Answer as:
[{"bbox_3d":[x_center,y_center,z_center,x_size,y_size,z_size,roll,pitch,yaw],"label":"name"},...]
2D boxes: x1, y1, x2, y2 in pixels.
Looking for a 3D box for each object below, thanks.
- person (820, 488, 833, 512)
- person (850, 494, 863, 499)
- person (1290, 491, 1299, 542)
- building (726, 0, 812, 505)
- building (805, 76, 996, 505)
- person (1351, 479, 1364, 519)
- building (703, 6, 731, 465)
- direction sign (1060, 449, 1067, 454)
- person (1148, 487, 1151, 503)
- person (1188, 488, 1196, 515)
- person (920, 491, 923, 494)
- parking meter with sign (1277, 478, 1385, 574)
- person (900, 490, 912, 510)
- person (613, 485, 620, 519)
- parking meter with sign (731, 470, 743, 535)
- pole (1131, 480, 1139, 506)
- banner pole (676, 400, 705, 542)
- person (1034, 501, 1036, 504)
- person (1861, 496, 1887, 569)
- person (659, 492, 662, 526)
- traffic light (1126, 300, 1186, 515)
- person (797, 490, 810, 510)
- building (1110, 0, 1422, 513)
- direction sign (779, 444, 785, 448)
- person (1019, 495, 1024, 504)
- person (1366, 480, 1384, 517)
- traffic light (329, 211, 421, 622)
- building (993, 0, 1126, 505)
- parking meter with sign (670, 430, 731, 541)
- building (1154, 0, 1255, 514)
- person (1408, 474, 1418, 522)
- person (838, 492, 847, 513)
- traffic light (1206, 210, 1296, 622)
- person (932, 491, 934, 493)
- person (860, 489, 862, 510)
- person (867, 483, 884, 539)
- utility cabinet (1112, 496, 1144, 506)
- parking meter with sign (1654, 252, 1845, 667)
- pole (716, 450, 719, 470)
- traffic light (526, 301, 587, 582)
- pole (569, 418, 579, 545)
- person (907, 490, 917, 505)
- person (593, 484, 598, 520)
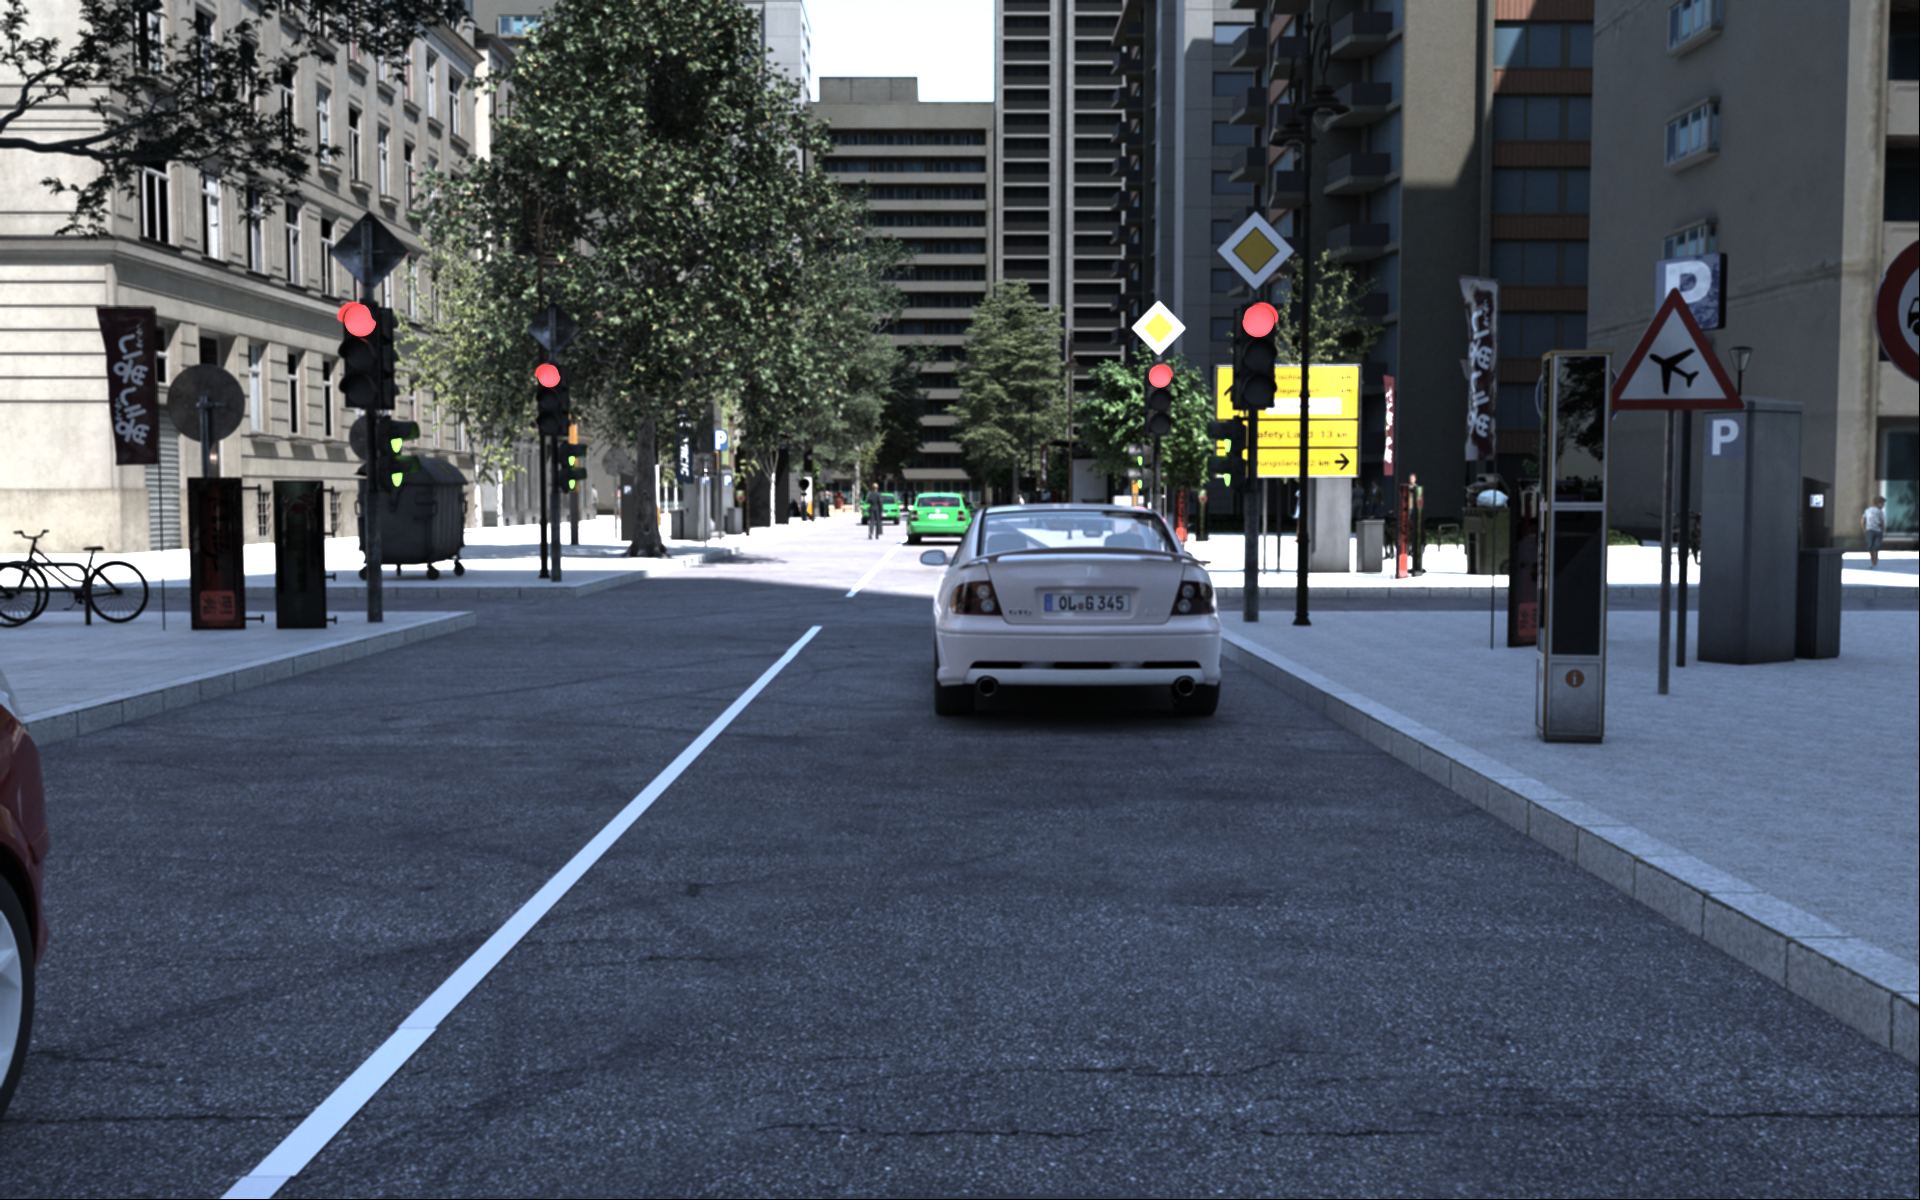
[{"bbox_3d":[-9.472,-7.131,123.337,1.217,1.736,0.721,1,4,10],"label":"person"},{"bbox_3d":[-8.562,-8.309,142.039,1.348,1.807,0.705,3,4,38],"label":"person"},{"bbox_3d":[9.079,-2.415,45.625,0.778,1.811,0.616,0,3,0],"label":"person"},{"bbox_3d":[-31.679,-40.491,204.032,28.212,58.520,21.231,0,4,0],"label":"building"},{"bbox_3d":[-6.775,-35.546,204.884,21.600,48.544,21.300,0,4,0],"label":"building"},{"bbox_3d":[13.684,-3.288,60.069,0.520,1.790,0.573,-2,4,-34],"label":"person"},{"bbox_3d":[-25.232,-27.305,130.038,14.154,41.232,14.086,0,4,0],"label":"building"},{"bbox_3d":[5.420,-5.772,86.374,0.876,3.537,0.379,1,4,14],"label":"direction sign"},{"bbox_3d":[7.545,-3.784,67.926,0.660,1.820,0.620,-1,4,-11],"label":"person"},{"bbox_3d":[11.051,-4.757,83.805,0.794,1.824,0.713,0,4,-6],"label":"person"},{"bbox_3d":[-3.441,-9.416,162.897,0.568,1.767,0.683,2,4,30],"label":"person"},{"bbox_3d":[5.983,-1.946,28.081,1.738,3.016,0.543,0,4,-7],"label":"parking meter with sign"},{"bbox_3d":[-4.782,-8.899,153.967,1.348,1.831,0.705,2,4,32],"label":"person"},{"bbox_3d":[-17.944,-5.162,90.793,0.532,1.782,0.716,0,4,-6],"label":"person"},{"bbox_3d":[-7.563,-3.575,54.706,1.738,3.016,0.543,3,5,41],"label":"parking meter with sign"},{"bbox_3d":[4.183,-2.907,41.370,0.158,3.312,0.155,0,3,0],"label":"pole"},{"bbox_3d":[-7.142,-3.415,45.855,0.863,3.779,0.401,-2,4,-30],"label":"banner pole"},{"bbox_3d":[4.518,-5.418,100.133,0.738,1.151,1.012,-3,5,-42],"label":"person"},{"bbox_3d":[15.625,-1.156,29.633,0.352,1.250,0.332,-1,4,-20],"label":"person"},{"bbox_3d":[-12.370,-3.912,69.777,0.755,1.850,0.659,1,4,19],"label":"person"},{"bbox_3d":[2.866,-2.225,25.305,0.839,4.253,0.868,0,4,0],"label":"traffic light"},{"bbox_3d":[-7.401,-4.626,82.355,0.731,1.740,0.598,1,4,14],"label":"person"},{"bbox_3d":[24.636,-30.324,150.426,22.147,44.769,28.867,0,4,0],"label":"building"},{"bbox_3d":[-8.183,-5.291,78.512,0.379,3.537,0.876,2,4,29],"label":"direction sign"},{"bbox_3d":[3.098,-4.727,88.014,0.352,1.250,0.332,3,5,40],"label":"person"},{"bbox_3d":[16.231,-3.779,67.746,0.656,1.842,0.836,1,4,9],"label":"person"},{"bbox_3d":[-5.851,-1.733,17.257,0.839,4.253,0.868,0,4,0],"label":"traffic light"},{"bbox_3d":[14.334,-46.806,203.532,20.611,71.187,20.563,0,4,0],"label":"building"},{"bbox_3d":[-7.253,-3.150,47.759,1.738,3.016,0.543,2,4,33],"label":"parking meter with sign"},{"bbox_3d":[24.223,-35.382,120.487,21.231,58.520,28.212,0,4,0],"label":"building"},{"bbox_3d":[12.306,-2.543,47.525,0.836,1.842,0.656,2,4,28],"label":"person"},{"bbox_3d":[-8.115,-6.744,119.542,0.697,1.427,0.421,-2,4,-31],"label":"person"},{"bbox_3d":[2.910,-1.737,17.321,0.839,4.253,0.868,0,4,0],"label":"traffic light"},{"bbox_3d":[-2.084,-7.462,131.965,0.415,1.643,0.593,0,4,7],"label":"person"},{"bbox_3d":[-8.161,-8.067,138.767,0.721,1.723,1.217,1,4,21],"label":"person"},{"bbox_3d":[-2.674,-2.813,54.911,0.576,1.772,0.534,0,4,2],"label":"person"},{"bbox_3d":[5.031,-2.454,51.285,1.020,1.237,0.306,-1,4,-9],"label":"utility cabinet"},{"bbox_3d":[6.065,-1.037,13.208,1.738,3.016,0.543,-2,4,-31],"label":"parking meter with sign"},{"bbox_3d":[-10.270,-4.875,73.557,0.158,3.312,0.155,0,3,0],"label":"pole"},{"bbox_3d":[-5.895,-2.221,25.242,0.839,4.253,0.868,0,4,0],"label":"traffic light"},{"bbox_3d":[-9.696,-3.036,43.486,0.158,3.312,0.155,0,3,0],"label":"pole"},{"bbox_3d":[-3.851,-8.119,141.961,1.217,1.735,0.721,-3,5,-41],"label":"person"},{"bbox_3d":[-18.409,-4.912,86.622,0.678,1.792,0.850,1,4,10],"label":"person"}]
